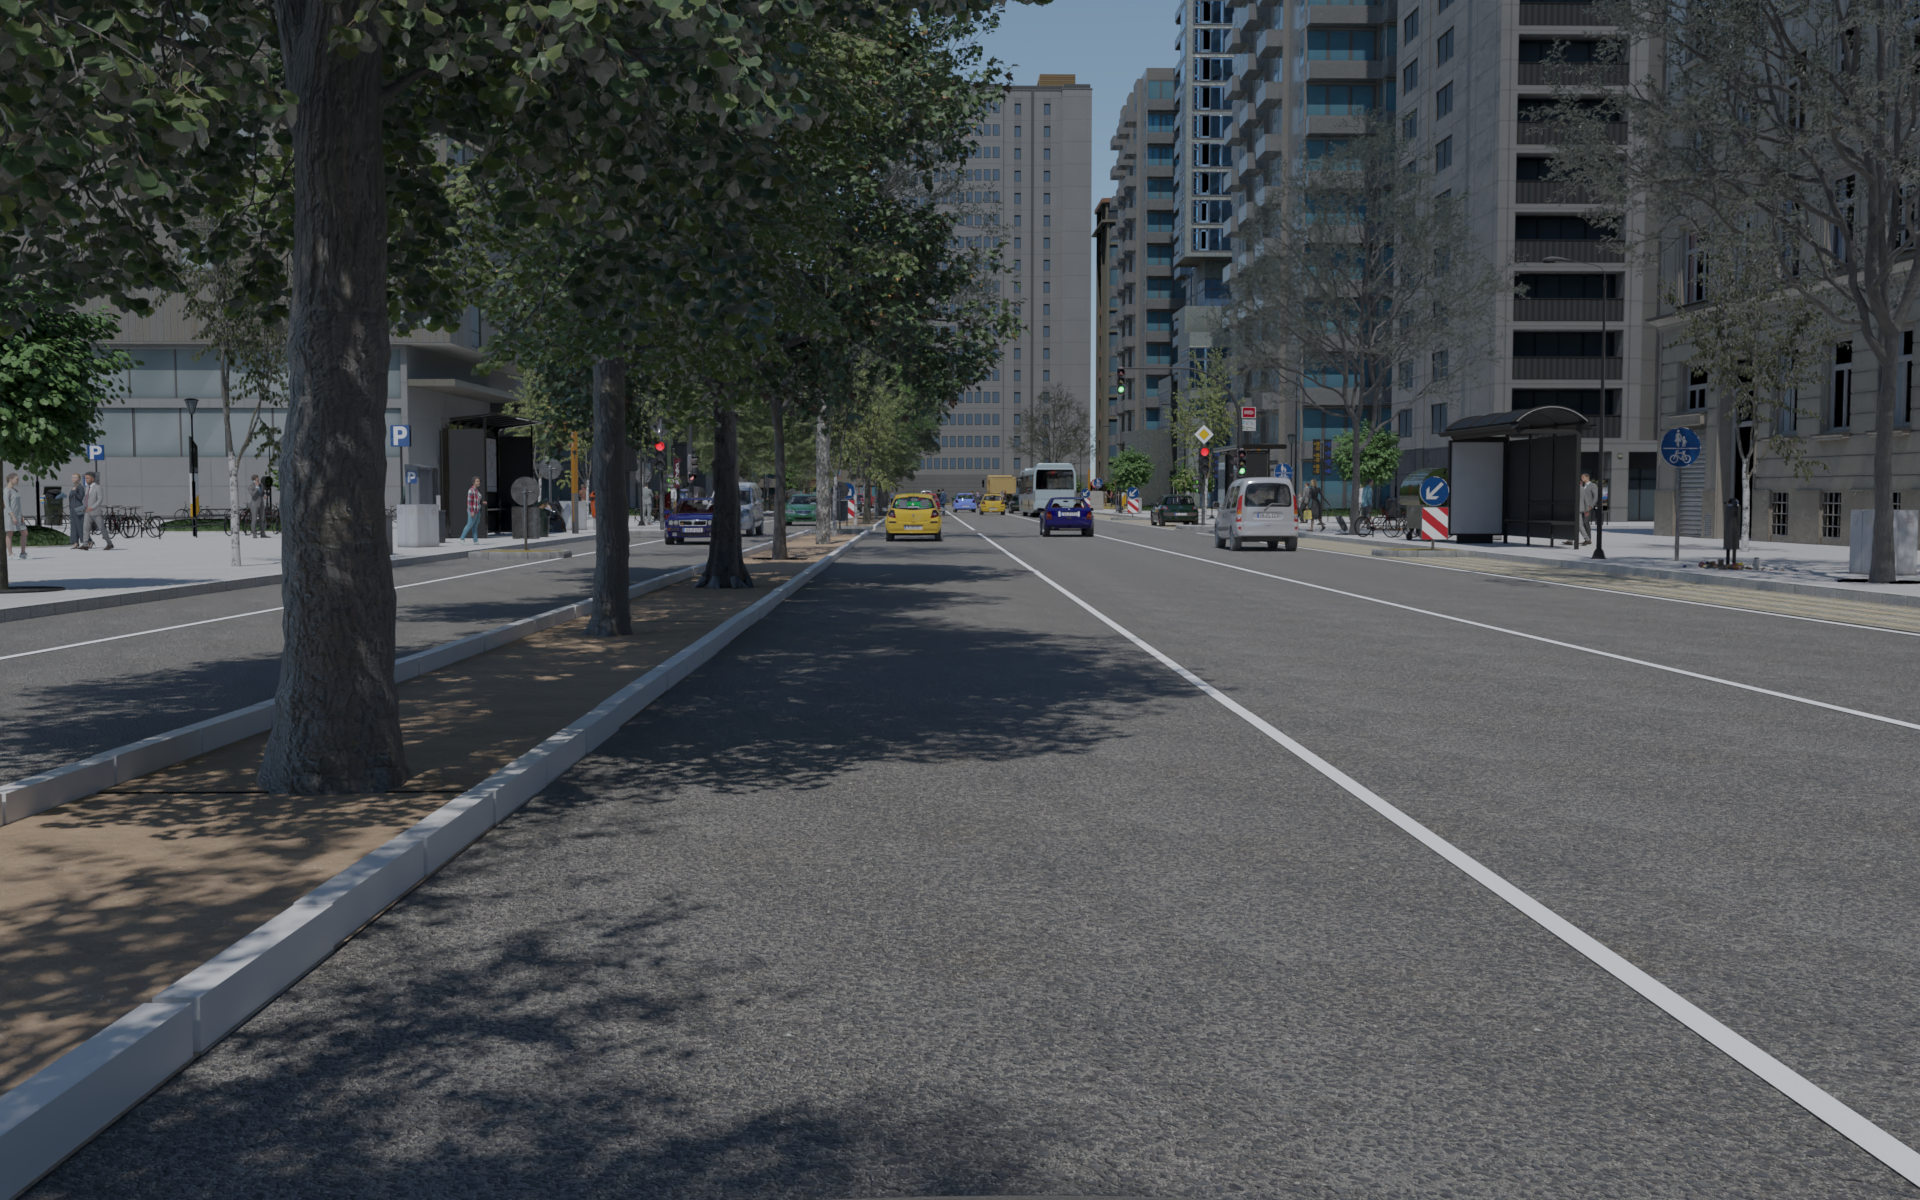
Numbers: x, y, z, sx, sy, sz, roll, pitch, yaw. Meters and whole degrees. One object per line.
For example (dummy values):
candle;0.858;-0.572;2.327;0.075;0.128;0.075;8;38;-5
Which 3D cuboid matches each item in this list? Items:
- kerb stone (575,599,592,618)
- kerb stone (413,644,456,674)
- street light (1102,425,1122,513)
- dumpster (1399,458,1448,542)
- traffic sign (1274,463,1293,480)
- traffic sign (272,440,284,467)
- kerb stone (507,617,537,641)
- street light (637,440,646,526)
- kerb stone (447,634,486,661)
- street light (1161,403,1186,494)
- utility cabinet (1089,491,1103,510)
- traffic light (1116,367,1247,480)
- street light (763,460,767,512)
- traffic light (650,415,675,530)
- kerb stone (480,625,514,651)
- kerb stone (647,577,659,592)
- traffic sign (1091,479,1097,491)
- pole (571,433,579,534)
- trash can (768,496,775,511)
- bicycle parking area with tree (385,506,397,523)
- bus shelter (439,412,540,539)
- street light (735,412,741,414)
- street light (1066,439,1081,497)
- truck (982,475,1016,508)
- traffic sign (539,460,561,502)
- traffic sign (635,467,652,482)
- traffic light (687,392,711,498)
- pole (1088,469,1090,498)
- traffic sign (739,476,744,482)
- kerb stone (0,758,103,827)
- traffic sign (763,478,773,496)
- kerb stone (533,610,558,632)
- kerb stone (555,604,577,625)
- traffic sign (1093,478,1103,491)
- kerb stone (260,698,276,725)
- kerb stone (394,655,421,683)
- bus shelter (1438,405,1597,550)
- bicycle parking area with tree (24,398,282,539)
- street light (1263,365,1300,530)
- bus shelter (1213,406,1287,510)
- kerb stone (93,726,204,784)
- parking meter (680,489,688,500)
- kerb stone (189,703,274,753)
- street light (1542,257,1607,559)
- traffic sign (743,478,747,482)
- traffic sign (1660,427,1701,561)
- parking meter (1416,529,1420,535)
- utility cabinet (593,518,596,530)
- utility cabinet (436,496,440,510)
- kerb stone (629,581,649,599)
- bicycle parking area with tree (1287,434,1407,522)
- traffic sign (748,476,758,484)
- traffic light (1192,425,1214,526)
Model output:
kerb stone;-4.454;0.118;20.264;0.120;0.150;1.000;0;4;-1
kerb stone;-4.321;0.496;14.115;0.120;0.150;1.000;0;4;-1
street light;10.279;-8.816;116.686;1.470;5.913;1.316;0;4;-1
dumpster;12.948;-2.727;47.088;1.502;2.255;1.985;0;4;-1
traffic sign;13.296;-4.352;71.254;0.768;2.556;0.104;0;4;5
traffic sign;-12.921;-2.050;33.527;0.884;2.594;0.081;0;4;2
kerb stone;-4.396;0.306;17.193;0.120;0.150;1.000;0;4;-1
street light;-12.280;-5.935;69.580;1.470;5.913;1.316;0;4;-1
kerb stone;-4.352;0.431;15.149;0.120;0.150;1.000;0;4;-1
street light;10.922;-7.078;88.264;1.470;5.913;1.316;0;4;-1
utility cabinet;10.789;-7.865;137.267;1.173;1.500;0.318;-2;4;-25
traffic light;7.941;-5.343;62.033;4.771;5.953;1.251;0;4;-1
street light;-13.648;-9.352;125.450;1.470;5.913;1.316;0;4;-1
traffic light;-10.625;-4.454;61.739;0.839;4.253;0.868;0;4;-1
kerb stone;-4.365;0.368;16.171;0.120;0.150;1.000;0;4;-1
kerb stone;-4.582;-0.195;25.386;0.120;0.150;1.000;0;4;-1
traffic sign;11.220;-8.758;143.292;0.768;2.556;0.104;0;4;2
pole;-12.438;-3.796;55.909;0.158;3.312;0.155;0;3;0
trash can;-14.065;-7.230;129.867;0.748;1.137;0.748;0;3;0
bicycle parking area with tree;-30.087;-5.539;77.564;9.016;4.147;8.231;-2;4;-29
bus shelter;-14.203;-3.768;52.882;1.731;3.624;6.357;0;4;-1
street light;-12.985;-7.644;97.515;1.470;5.913;1.316;0;4;-1
street light;9.591;-10.570;145.360;1.470;5.913;1.316;0;4;-1
truck;4.104;-10.995;175.691;3.469;3.379;9.791;0;4;-2
traffic sign;-14.194;-3.664;60.011;0.768;2.556;0.104;0;3;0
traffic sign;-15.088;-5.043;82.558;0.768;2.556;0.104;0;3;0
traffic light;-8.717;-5.819;69.805;4.771;5.953;1.251;0;4;-1
pole;10.528;-9.013;141.207;0.158;3.312;0.155;0;3;0
traffic sign;-15.870;-7.578;124.011;0.768;2.556;0.104;0;4;7
kerb stone;-4.177;0.877;7.953;0.120;0.150;1.000;0;4;-1
traffic sign;-14.888;-8.215;134.418;0.768;2.556;0.104;0;4;6
kerb stone;-4.418;0.243;18.217;0.120;0.150;1.000;0;4;-1
kerb stone;-4.440;0.182;19.239;0.120;0.150;1.000;0;4;-1
traffic sign;11.018;-8.448;138.223;0.768;2.556;0.104;0;4;2
kerb stone;-4.254;0.682;11.040;0.120;0.150;1.000;0;4;-1
kerb stone;-4.301;0.557;13.093;0.120;0.150;1.000;0;4;-1
bus shelter;13.476;-2.961;42.339;2.014;3.302;5.546;0;4;-1
bicycle parking area with tree;-25.532;-4.010;52.563;8.231;4.147;9.016;1;4;22
street light;11.535;-5.486;62.243;1.470;5.913;1.316;0;4;-1
bus shelter;12.539;-6.061;76.733;2.179;5.291;8.768;0;4;-1
kerb stone;-4.203;0.808;8.981;0.120;0.150;1.000;0;4;-1
parking meter;-13.217;-4.566;83.060;0.372;1.533;0.369;0;3;0
kerb stone;-4.229;0.748;10.007;0.120;0.150;1.000;0;4;-1
street light;12.097;-3.764;34.082;1.470;5.913;1.316;0;4;-1
traffic sign;-16.223;-8.062;131.919;0.768;2.556;0.104;0;4;7
traffic sign;13.701;-2.014;33.032;0.768;2.556;0.104;0;4;1
parking meter;14.607;-2.835;54.757;0.372;1.533;0.369;0;3;0
utility cabinet;-12.493;-3.079;61.499;1.020;1.237;0.306;0;4;-6
utility cabinet;-21.163;-3.662;71.035;0.306;1.237;1.020;-2;4;-34
kerb stone;-4.552;-0.128;24.365;0.120;0.150;1.000;0;4;-1
bicycle parking area with tree;18.460;-5.887;83.248;8.231;4.147;9.016;0;4;8
traffic sign;-14.399;-7.362;120.475;0.768;2.556;0.104;0;4;-1
traffic light;9.850;-4.972;70.205;0.839;4.253;0.868;0;4;-1
